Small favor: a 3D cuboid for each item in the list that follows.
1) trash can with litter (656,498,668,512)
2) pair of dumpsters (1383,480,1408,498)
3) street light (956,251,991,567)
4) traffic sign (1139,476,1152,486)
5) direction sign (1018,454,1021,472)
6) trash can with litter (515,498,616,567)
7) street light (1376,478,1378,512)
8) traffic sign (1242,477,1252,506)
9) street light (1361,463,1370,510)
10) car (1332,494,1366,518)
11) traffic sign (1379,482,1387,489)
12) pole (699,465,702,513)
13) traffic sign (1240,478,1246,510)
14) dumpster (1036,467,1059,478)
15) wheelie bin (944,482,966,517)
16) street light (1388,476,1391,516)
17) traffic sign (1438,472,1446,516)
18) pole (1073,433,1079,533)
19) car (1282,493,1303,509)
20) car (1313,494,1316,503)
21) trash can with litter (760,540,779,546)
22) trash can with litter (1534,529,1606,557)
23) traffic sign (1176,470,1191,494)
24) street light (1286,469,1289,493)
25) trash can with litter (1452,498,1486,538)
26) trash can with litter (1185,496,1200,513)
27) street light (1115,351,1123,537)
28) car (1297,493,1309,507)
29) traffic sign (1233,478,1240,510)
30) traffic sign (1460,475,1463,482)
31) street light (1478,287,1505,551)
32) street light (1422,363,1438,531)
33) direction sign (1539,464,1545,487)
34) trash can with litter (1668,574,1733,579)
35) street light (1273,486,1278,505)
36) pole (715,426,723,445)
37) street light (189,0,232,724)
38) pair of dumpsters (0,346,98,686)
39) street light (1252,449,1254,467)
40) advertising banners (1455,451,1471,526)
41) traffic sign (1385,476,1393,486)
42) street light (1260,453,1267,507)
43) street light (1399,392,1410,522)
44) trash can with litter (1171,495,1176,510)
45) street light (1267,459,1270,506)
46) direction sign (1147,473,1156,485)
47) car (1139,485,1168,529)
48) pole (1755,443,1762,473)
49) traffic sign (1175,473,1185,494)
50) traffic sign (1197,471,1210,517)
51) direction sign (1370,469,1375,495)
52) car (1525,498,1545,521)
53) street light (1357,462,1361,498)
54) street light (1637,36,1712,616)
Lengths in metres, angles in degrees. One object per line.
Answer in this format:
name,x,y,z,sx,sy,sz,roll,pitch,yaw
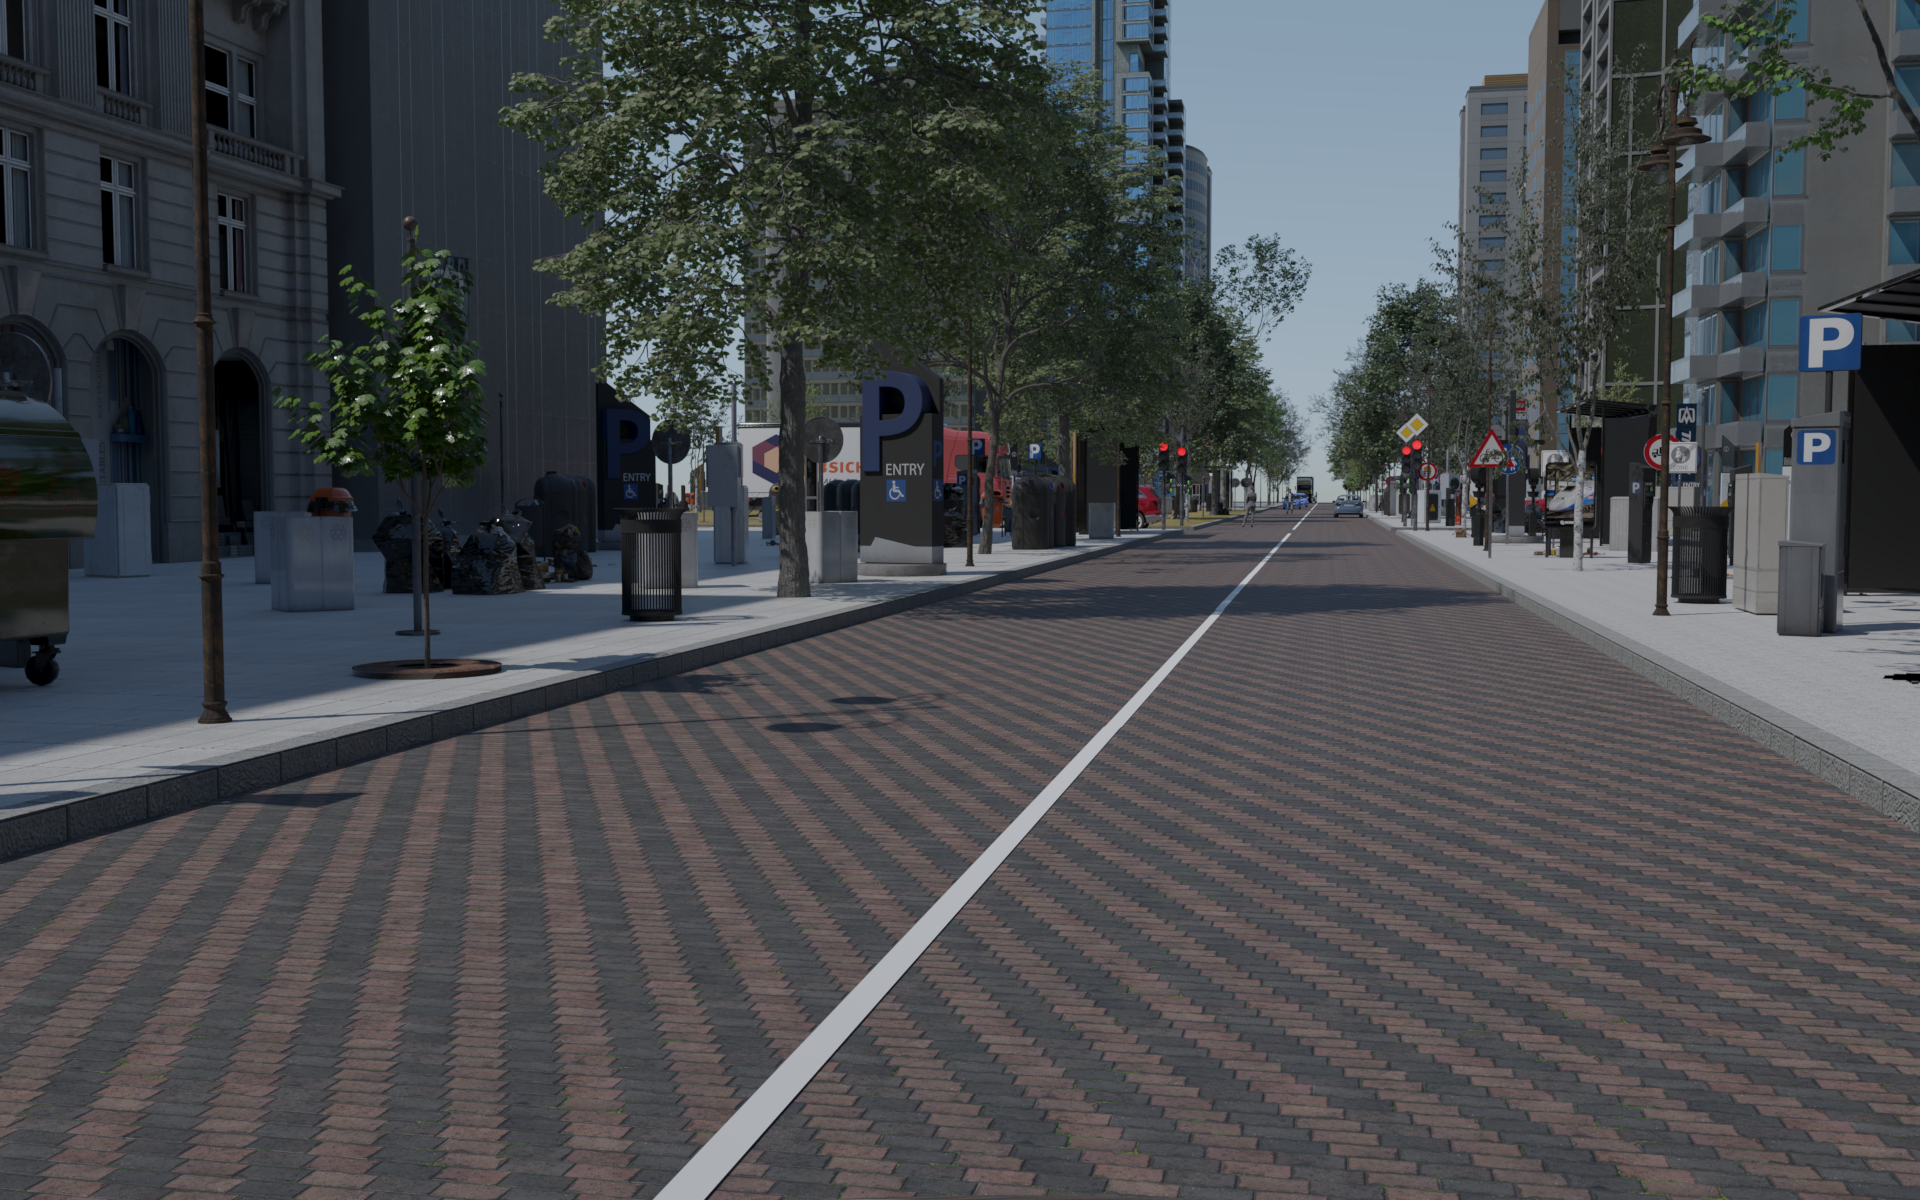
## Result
trash can with litter,-14.713,-4.343,82.073,1.678,1.210,2.233,-3,5,-44
pair of dumpsters,29.282,-6.959,116.280,1.574,2.255,4.437,1,4,12
street light,0.176,-3.532,30.530,0.468,5.910,1.993,1,4,12
traffic sign,10.443,-6.007,98.219,0.884,2.594,0.081,1,4,21
direction sign,3.113,-6.528,98.728,0.876,3.537,0.379,-2,4,-32
trash can with litter,-7.266,-1.204,30.735,2.233,1.210,1.678,0,4,2
street light,29.006,-9.031,120.445,0.468,5.910,1.993,1,4,12
traffic sign,21.817,-8.052,131.752,0.768,2.556,0.104,1,4,21
street light,35.878,-11.015,152.881,0.468,5.910,1.993,1,4,12
car,23.621,-5.702,105.232,2.014,1.417,4.499,1,4,13
traffic sign,34.016,-8.389,139.291,0.606,2.300,0.079,1,4,21
pole,-18.045,-7.740,120.398,0.158,3.312,0.155,0,3,0
traffic sign,22.363,-8.310,135.974,0.768,2.556,0.104,1,4,21
dumpster,3.156,-3.673,62.548,1.502,2.255,1.985,1,4,12
wheelie bin,-0.234,-2.380,46.820,0.693,1.594,0.980,2,4,30
street light,24.703,-7.756,99.591,0.468,5.910,1.993,1,4,12
traffic sign,27.855,-6.081,99.536,0.768,2.556,0.104,1,4,19
pole,3.859,-3.897,57.553,0.158,3.312,0.155,0,3,0
car,31.454,-9.444,163.994,1.945,1.707,3.694,1,4,11
car,58.469,-17.024,288.570,2.015,1.641,3.980,1,4,14
trash can with litter,-4.416,-1.999,43.741,1.678,1.210,2.233,2,4,29
trash can with litter,12.867,-1.544,36.302,2.233,1.210,1.678,-2,4,-34
traffic sign,9.401,-4.334,72.988,0.606,2.300,0.079,1,4,12
street light,50.648,-18.105,268.800,0.468,5.910,1.993,1,4,12
trash can with litter,14.988,-2.411,50.805,1.055,1.170,0.624,2,4,27
trash can with litter,16.126,-6.650,120.107,1.055,1.170,0.624,-3,5,-42
street light,4.740,-4.823,51.640,0.468,5.910,1.993,1,4,12
car,36.762,-10.874,187.375,1.945,1.707,3.694,1,4,11
traffic sign,21.754,-8.370,136.948,0.768,2.556,0.104,1,4,20
traffic sign,31.232,-6.603,108.065,0.768,2.556,0.104,1,4,18
street light,11.867,-4.040,38.839,0.468,5.910,1.993,1,4,12
street light,16.196,-5.323,59.823,0.468,5.910,1.993,1,4,12
direction sign,44.577,-8.574,132.187,0.876,3.537,0.379,-1,4,-17
trash can with litter,11.899,-0.935,26.349,2.233,1.210,1.678,1,4,13
street light,37.682,-14.382,207.925,0.468,5.910,1.993,1,4,12
pole,-7.212,-3.551,51.908,0.158,3.312,0.155,0,3,0
street light,-4.189,-2.249,9.561,0.468,5.910,1.993,1,4,12
pair of dumpsters,-6.947,-0.437,9.633,1.574,2.255,4.437,1,4,12
street light,24.462,-10.538,145.090,0.468,5.910,1.993,1,4,12
advertising banners,20.382,-4.563,70.787,0.090,3.025,2.074,-1,4,-10
traffic sign,30.343,-7.456,122.004,0.768,2.556,0.104,1,4,15
street light,28.873,-11.828,166.179,0.468,5.910,1.993,1,4,12
street light,20.180,-6.481,78.754,0.468,5.910,1.993,1,4,12
trash can with litter,16.696,-7.619,135.957,0.624,1.170,1.055,-1,4,-11
street light,33.306,-13.113,187.192,0.468,5.910,1.993,1,4,12
direction sign,15.659,-9.178,142.050,0.876,3.537,0.379,3,4,38
car,5.346,-3.562,66.914,5.304,1.827,2.281,1,4,13
pole,31.623,-4.575,68.643,0.158,3.312,0.155,0,3,0
traffic sign,10.544,-4.931,82.757,0.606,2.300,0.079,1,4,20
traffic sign,13.494,-5.869,96.058,0.768,2.556,0.104,1,4,20
direction sign,32.944,-8.936,138.092,0.876,3.537,0.379,-3,5,-41
car,22.606,-3.331,63.128,5.304,1.827,2.281,1,4,10
street light,40.334,-12.318,174.183,0.468,5.910,1.993,1,4,12
street light,7.411,-2.773,18.122,0.468,5.910,1.993,1,4,12
